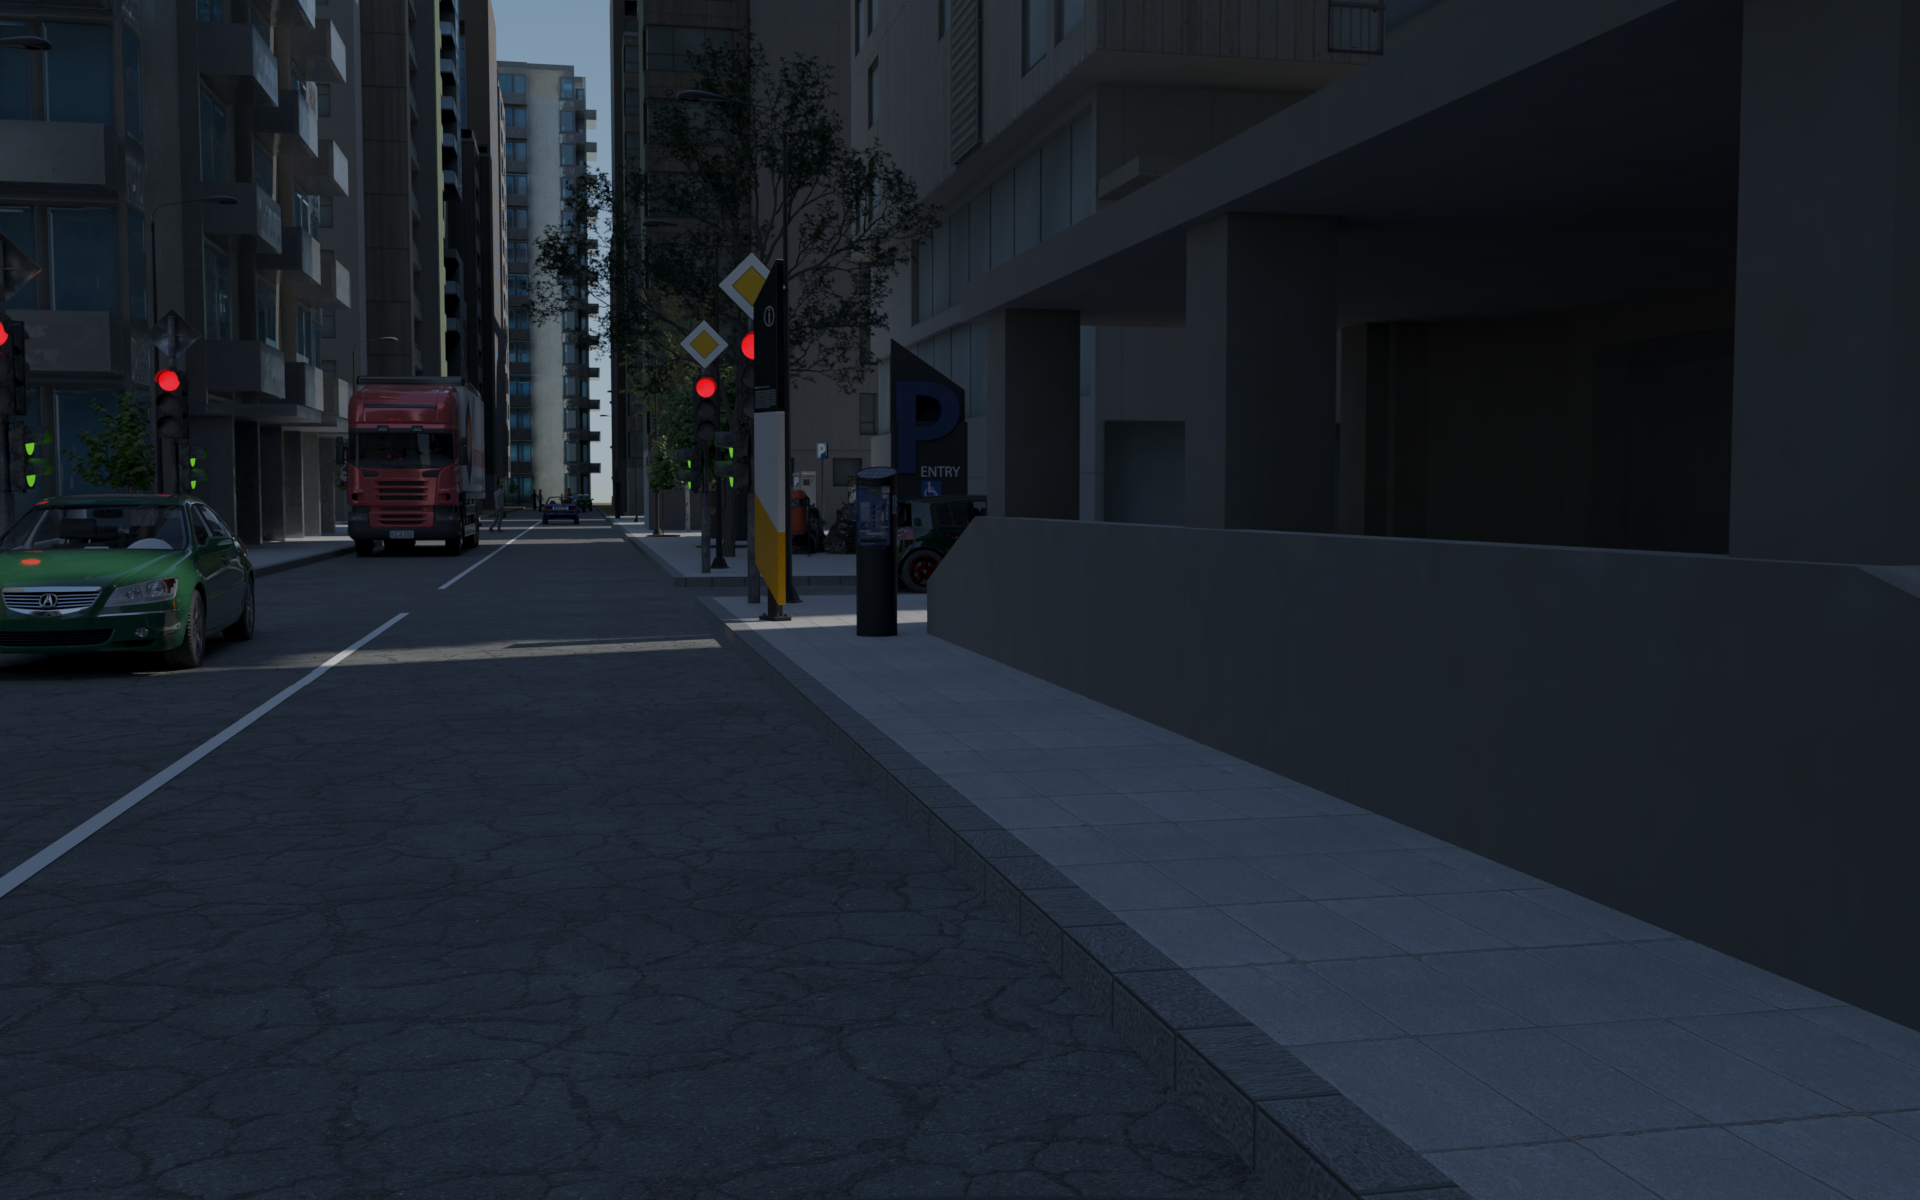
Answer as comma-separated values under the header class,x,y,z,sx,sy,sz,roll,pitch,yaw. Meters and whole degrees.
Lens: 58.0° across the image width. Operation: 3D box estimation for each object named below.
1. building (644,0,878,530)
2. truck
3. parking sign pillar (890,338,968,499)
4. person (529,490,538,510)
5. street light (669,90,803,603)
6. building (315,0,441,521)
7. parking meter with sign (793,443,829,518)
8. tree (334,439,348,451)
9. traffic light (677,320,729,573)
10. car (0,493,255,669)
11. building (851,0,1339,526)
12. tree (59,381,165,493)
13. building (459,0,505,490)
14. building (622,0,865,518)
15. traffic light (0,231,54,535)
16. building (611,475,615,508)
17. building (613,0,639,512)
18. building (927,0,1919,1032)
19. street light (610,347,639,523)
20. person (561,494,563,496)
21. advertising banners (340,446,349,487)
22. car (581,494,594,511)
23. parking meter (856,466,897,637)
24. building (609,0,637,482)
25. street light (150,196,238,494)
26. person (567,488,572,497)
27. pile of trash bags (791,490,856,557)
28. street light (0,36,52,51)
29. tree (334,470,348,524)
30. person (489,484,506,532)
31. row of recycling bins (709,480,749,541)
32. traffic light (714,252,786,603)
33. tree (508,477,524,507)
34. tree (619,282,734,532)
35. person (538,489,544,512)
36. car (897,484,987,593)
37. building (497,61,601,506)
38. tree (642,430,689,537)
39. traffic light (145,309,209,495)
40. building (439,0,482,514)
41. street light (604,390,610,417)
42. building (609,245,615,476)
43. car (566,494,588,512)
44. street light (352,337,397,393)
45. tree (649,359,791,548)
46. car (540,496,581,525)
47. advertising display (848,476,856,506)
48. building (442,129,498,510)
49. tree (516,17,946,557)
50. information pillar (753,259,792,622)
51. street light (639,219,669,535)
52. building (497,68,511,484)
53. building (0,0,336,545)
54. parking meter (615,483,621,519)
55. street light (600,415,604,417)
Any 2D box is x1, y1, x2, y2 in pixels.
class,x,y,z,sx,sy,sz,roll,pitch,yaw
building,-5.608,-18.155,68.531,14.160,30.474,14.107,-1,4,-12
truck,-13.499,-3.333,43.412,2.839,4.237,11.283,-1,4,-12
parking sign pillar,-0.536,-2.546,30.093,1.447,3.967,1.447,-1,4,-10
person,-37.727,-8.868,153.454,1.348,1.831,0.705,3,5,44
street light,-2.570,-2.916,20.211,1.470,5.913,1.316,-1,4,-12
building,-33.326,-24.572,85.354,14.154,41.232,14.086,-1,4,-12
parking meter with sign,-5.283,-3.808,58.520,1.738,3.016,0.543,-3,5,-43
tree,-22.664,-5.110,67.264,4.285,4.588,4.351,0,3,0
traffic light,-4.148,-2.393,28.052,0.839,4.253,0.868,-1,4,-12
car,-7.525,-0.226,15.496,2.131,1.459,4.920,-1,4,-14
building,12.064,-27.783,43.493,27.495,52.752,28.713,-1,4,-12
tree,-14.044,-2.128,29.396,1.663,3.219,1.824,0,3,0
building,-47.151,-30.536,149.375,14.600,45.320,14.200,-1,4,-12
building,-14.386,-20.743,110.849,14.160,30.474,14.107,-1,4,-12
traffic light,-10.215,-1.812,18.540,0.839,4.253,0.868,-1,4,-12
building,-17.319,-29.059,166.996,32.217,40.220,23.993,-1,4,-12
building,-15.372,-42.190,128.062,20.563,71.187,20.611,-1,4,-12
building,16.913,-19.543,11.405,32.217,40.220,23.993,-1,4,-12
street light,-9.970,-4.966,53.733,1.470,5.913,1.316,-1,4,-12
person,-35.391,-8.692,153.871,0.557,1.426,1.065,-1,4,-14
advertising banners,-22.136,-4.150,64.040,0.090,3.025,2.074,2,4,34
car,-31.503,-8.086,143.996,2.131,1.459,4.920,-1,4,-12
parking meter,-0.754,-0.445,15.684,0.372,1.533,0.369,0,3,0
building,-22.132,-30.327,145.959,14.600,45.320,14.200,-1,4,-12
street light,-11.954,-3.333,27.038,1.470,5.913,1.316,-1,4,-12
person,-24.269,-6.045,107.436,0.705,1.812,1.348,-1,4,-20
pile of trash bags,-3.015,-1.667,37.004,1.912,1.369,3.447,1,4,13
street light,-9.923,-2.759,17.645,1.470,5.913,1.316,-1,4,-12
tree,-26.238,-4.905,74.806,1.663,3.219,1.824,0,3,0
person,-17.385,-3.475,65.433,0.709,1.813,0.853,3,4,39
row of recycling bins,-6.392,-2.556,48.901,1.069,1.692,3.534,-1,4,-18
traffic light,-2.441,-1.916,20.251,0.839,4.253,0.868,-1,4,-12
tree,-45.306,-11.058,175.398,1.663,3.219,1.824,0,3,0
tree,-9.205,-6.577,57.897,4.737,8.622,4.395,0,3,0
person,-33.688,-7.992,139.153,0.705,1.826,1.348,0,4,3
car,0.662,-0.993,26.019,4.222,1.686,2.009,-1,4,-12
building,-55.354,-34.922,190.587,30.456,49.044,23.786,-1,4,-12
tree,-8.975,-3.519,52.130,1.663,3.219,1.824,0,3,0
traffic light,-11.922,-2.289,26.341,0.839,4.253,0.868,-1,4,-12
building,-42.519,-48.805,110.641,22.319,86.520,31.000,-1,4,-12
street light,-15.058,-6.424,77.567,1.470,5.913,1.316,-1,4,-12
building,-31.642,-25.716,192.161,14.107,30.474,14.160,-1,4,-12
car,-30.352,-7.608,136.185,2.131,1.459,4.920,-1,4,-12
street light,-17.351,-4.818,51.322,1.470,5.913,1.316,-1,4,-12
tree,-5.743,-3.547,41.703,4.285,4.588,4.351,0,3,0
car,-19.090,-4.295,82.810,1.945,1.354,3.894,-1,4,-13
advertising display,-3.704,-3.425,61.212,0.123,1.923,0.974,-2,4,-30
building,-44.074,-22.268,135.779,14.160,30.474,14.107,-1,4,-12
tree,-4.705,-6.139,34.783,8.767,10.594,7.601,-1,4,-9
information pillar,-1.926,-1.603,17.558,0.183,3.616,0.504,-3,4,-36
street light,-4.679,-3.488,29.568,1.470,5.913,1.316,-1,4,-12
building,-50.295,-29.427,164.727,14.086,41.232,14.154,-1,4,-12
building,-28.185,-25.888,42.881,23.786,49.044,30.456,-1,4,-12
parking meter,-17.960,-5.206,90.830,0.255,1.863,0.399,-1,4,-17
street light,-20.364,-7.884,101.437,1.470,5.913,1.316,-1,4,-12
